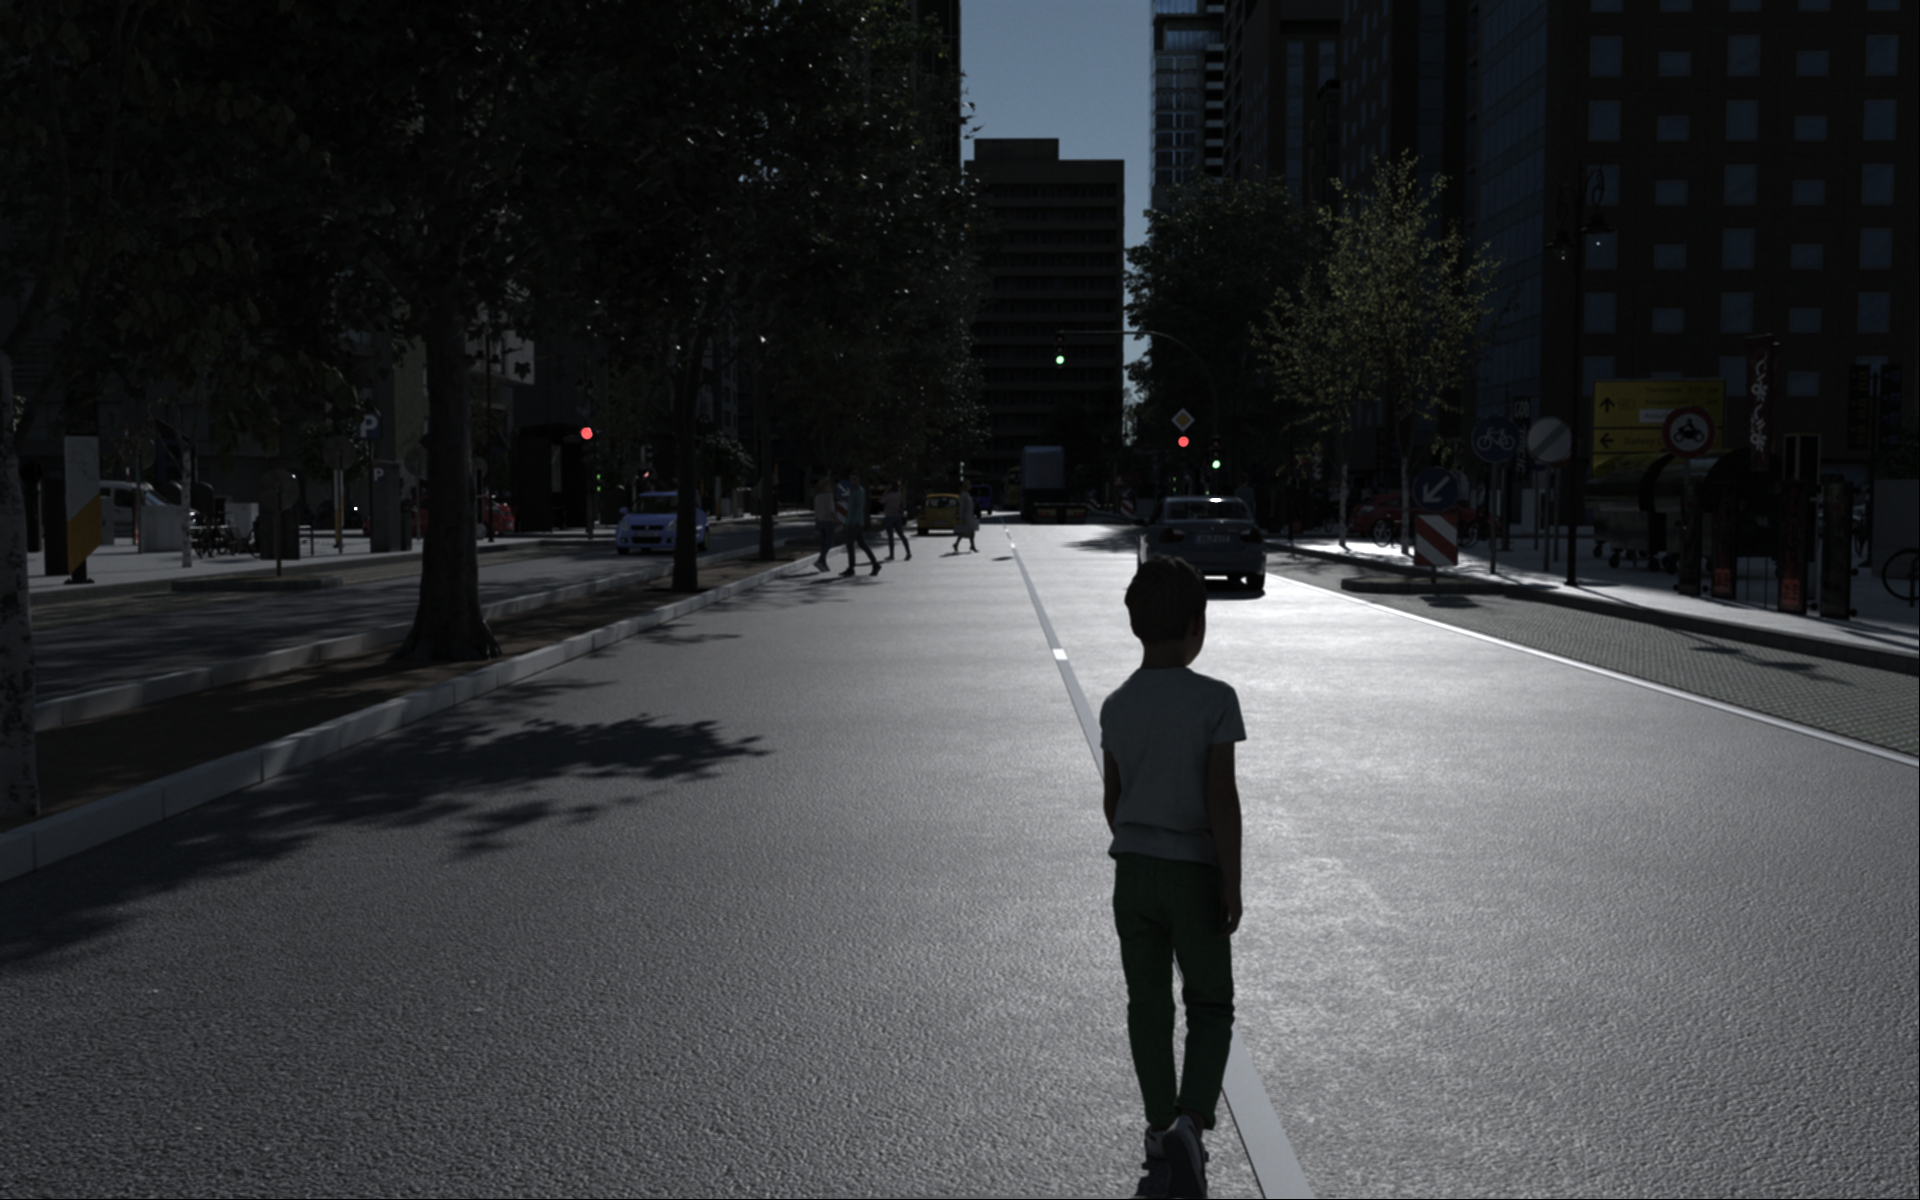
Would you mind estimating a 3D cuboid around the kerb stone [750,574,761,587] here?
[{"bbox_3d":[-3.215,-0.269,26.588,0.120,0.150,1.000,0,4,1],"label":"kerb stone"}]

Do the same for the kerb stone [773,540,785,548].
[{"bbox_3d":[-4.949,-1.523,47.099,0.120,0.150,1.000,0,4,1],"label":"kerb stone"}]

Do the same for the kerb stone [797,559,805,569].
[{"bbox_3d":[-3.099,-0.638,32.734,0.120,0.150,1.000,0,4,1],"label":"kerb stone"}]

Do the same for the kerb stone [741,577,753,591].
[{"bbox_3d":[-3.227,-0.206,25.562,0.120,0.150,1.000,0,4,1],"label":"kerb stone"}]

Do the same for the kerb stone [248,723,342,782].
[{"bbox_3d":[-3.518,0.803,9.123,0.120,0.150,1.000,0,4,1],"label":"kerb stone"}]

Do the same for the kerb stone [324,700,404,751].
[{"bbox_3d":[-3.501,0.737,10.150,0.120,0.150,1.000,0,4,1],"label":"kerb stone"}]

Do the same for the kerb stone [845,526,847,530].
[{"bbox_3d":[-4.593,-2.743,67.094,0.120,0.150,1.000,0,4,1],"label":"kerb stone"}]

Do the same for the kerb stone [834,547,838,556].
[{"bbox_3d":[-2.971,-1.080,39.905,0.120,0.150,1.000,0,4,1],"label":"kerb stone"}]

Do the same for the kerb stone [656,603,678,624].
[{"bbox_3d":[-3.344,0.171,19.401,0.120,0.150,1.000,0,4,1],"label":"kerb stone"}]

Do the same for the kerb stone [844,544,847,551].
[{"bbox_3d":[-2.923,-1.269,42.975,0.120,0.150,1.000,0,4,1],"label":"kerb stone"}]

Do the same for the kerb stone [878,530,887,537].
[{"bbox_3d":[-2.637,-2.241,58.848,0.120,0.150,1.000,0,4,1],"label":"kerb stone"}]

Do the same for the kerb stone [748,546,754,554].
[{"bbox_3d":[-5.049,-1.147,40.946,0.120,0.150,1.000,0,4,1],"label":"kerb stone"}]

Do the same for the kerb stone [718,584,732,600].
[{"bbox_3d":[-3.271,-0.080,23.507,0.120,0.150,1.000,0,4,1],"label":"kerb stone"}]

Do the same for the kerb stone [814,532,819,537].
[{"bbox_3d":[-4.757,-2.181,57.859,0.120,0.150,1.000,0,4,1],"label":"kerb stone"}]

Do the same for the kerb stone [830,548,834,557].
[{"bbox_3d":[-2.993,-1.021,38.883,0.120,0.150,1.000,0,4,1],"label":"kerb stone"}]

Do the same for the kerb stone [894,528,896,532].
[{"bbox_3d":[-2.542,-2.553,63.963,0.120,0.150,1.000,0,4,1],"label":"kerb stone"}]

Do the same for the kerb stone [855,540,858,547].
[{"bbox_3d":[-2.857,-1.459,46.053,0.120,0.150,1.000,0,4,1],"label":"kerb stone"}]

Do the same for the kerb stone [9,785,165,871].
[{"bbox_3d":[-3.558,0.925,7.079,0.120,0.150,1.000,0,4,1],"label":"kerb stone"}]

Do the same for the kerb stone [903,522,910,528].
[{"bbox_3d":[-2.347,-3.244,75.230,0.120,0.150,1.000,0,4,1],"label":"kerb stone"}]

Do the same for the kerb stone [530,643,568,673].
[{"bbox_3d":[-3.434,0.491,14.264,0.120,0.150,1.000,0,4,1],"label":"kerb stone"}]

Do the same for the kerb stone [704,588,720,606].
[{"bbox_3d":[-3.282,-0.017,22.479,0.120,0.150,1.000,0,4,1],"label":"kerb stone"}]

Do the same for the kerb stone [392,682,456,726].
[{"bbox_3d":[-3.484,0.675,11.181,0.120,0.150,1.000,0,4,1],"label":"kerb stone"}]

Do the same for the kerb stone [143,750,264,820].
[{"bbox_3d":[-3.541,0.862,8.101,0.120,0.150,1.000,0,4,1],"label":"kerb stone"}]

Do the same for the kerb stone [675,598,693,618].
[{"bbox_3d":[-3.322,0.112,20.425,0.120,0.150,1.000,0,4,1],"label":"kerb stone"}]

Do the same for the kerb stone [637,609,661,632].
[{"bbox_3d":[-3.357,0.236,18.366,0.120,0.150,1.000,0,4,1],"label":"kerb stone"}]

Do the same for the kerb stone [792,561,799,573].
[{"bbox_3d":[-3.118,-0.582,31.712,0.120,0.150,1.000,0,4,1],"label":"kerb stone"}]

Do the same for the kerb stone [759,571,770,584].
[{"bbox_3d":[-3.188,-0.332,27.618,0.120,0.150,1.000,0,4,1],"label":"kerb stone"}]

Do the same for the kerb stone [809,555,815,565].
[{"bbox_3d":[-3.064,-0.770,34.785,0.120,0.150,1.000,0,4,1],"label":"kerb stone"}]

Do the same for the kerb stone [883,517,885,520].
[{"bbox_3d":[-4.165,-4.190,90.704,0.120,0.150,1.000,0,4,1],"label":"kerb stone"}]

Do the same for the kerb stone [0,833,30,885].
[{"bbox_3d":[-3.579,0.987,6.055,0.120,0.150,1.000,0,4,1],"label":"kerb stone"}]

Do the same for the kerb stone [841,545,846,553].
[{"bbox_3d":[-2.935,-1.203,41.949,0.120,0.150,1.000,0,4,1],"label":"kerb stone"}]

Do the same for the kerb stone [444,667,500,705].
[{"bbox_3d":[-3.466,0.612,12.213,0.120,0.150,1.000,0,4,1],"label":"kerb stone"}]

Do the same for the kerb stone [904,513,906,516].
[{"bbox_3d":[-3.642,-6.008,120.423,0.120,0.150,1.000,0,4,1],"label":"kerb stone"}]

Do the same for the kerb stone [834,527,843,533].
[{"bbox_3d":[-4.601,-2.683,66.067,0.120,0.150,1.000,0,4,1],"label":"kerb stone"}]

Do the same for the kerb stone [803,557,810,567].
[{"bbox_3d":[-3.084,-0.707,33.756,0.120,0.150,1.000,0,4,1],"label":"kerb stone"}]

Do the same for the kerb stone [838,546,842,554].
[{"bbox_3d":[-2.953,-1.144,40.927,0.120,0.150,1.000,0,4,1],"label":"kerb stone"}]

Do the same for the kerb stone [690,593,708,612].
[{"bbox_3d":[-3.300,0.051,21.447,0.120,0.150,1.000,0,4,1],"label":"kerb stone"}]

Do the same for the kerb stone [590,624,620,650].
[{"bbox_3d":[-3.392,0.359,16.318,0.120,0.150,1.000,0,4,1],"label":"kerb stone"}]

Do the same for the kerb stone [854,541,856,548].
[{"bbox_3d":[-2.878,-1.389,45.021,0.120,0.150,1.000,0,4,1],"label":"kerb stone"}]

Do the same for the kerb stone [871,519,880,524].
[{"bbox_3d":[-4.238,-3.939,86.595,0.120,0.150,1.000,0,4,1],"label":"kerb stone"}]

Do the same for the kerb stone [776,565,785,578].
[{"bbox_3d":[-3.154,-0.457,29.668,0.120,0.150,1.000,0,4,1],"label":"kerb stone"}]

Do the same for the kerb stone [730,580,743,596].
[{"bbox_3d":[-3.245,-0.143,24.531,0.120,0.150,1.000,0,4,1],"label":"kerb stone"}]

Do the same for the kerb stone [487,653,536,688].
[{"bbox_3d":[-3.449,0.548,13.235,0.120,0.150,1.000,0,4,1],"label":"kerb stone"}]

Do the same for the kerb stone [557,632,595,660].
[{"bbox_3d":[-3.418,0.422,15.291,0.120,0.150,1.000,0,4,1],"label":"kerb stone"}]

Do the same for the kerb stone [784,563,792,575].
[{"bbox_3d":[-3.144,-0.520,30.690,0.120,0.150,1.000,0,4,1],"label":"kerb stone"}]

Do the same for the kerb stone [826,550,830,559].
[{"bbox_3d":[-3.000,-0.958,37.857,0.120,0.150,1.000,0,4,1],"label":"kerb stone"}]

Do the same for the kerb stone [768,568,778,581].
[{"bbox_3d":[-3.172,-0.394,28.640,0.120,0.150,1.000,0,4,1],"label":"kerb stone"}]

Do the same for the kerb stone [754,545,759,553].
[{"bbox_3d":[-5.036,-1.209,41.968,0.120,0.150,1.000,0,4,1],"label":"kerb stone"}]

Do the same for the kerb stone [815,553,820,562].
[{"bbox_3d":[-3.044,-0.833,35.807,0.120,0.150,1.000,0,4,1],"label":"kerb stone"}]

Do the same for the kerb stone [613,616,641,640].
[{"bbox_3d":[-3.377,0.297,17.340,0.120,0.150,1.000,0,4,1],"label":"kerb stone"}]
